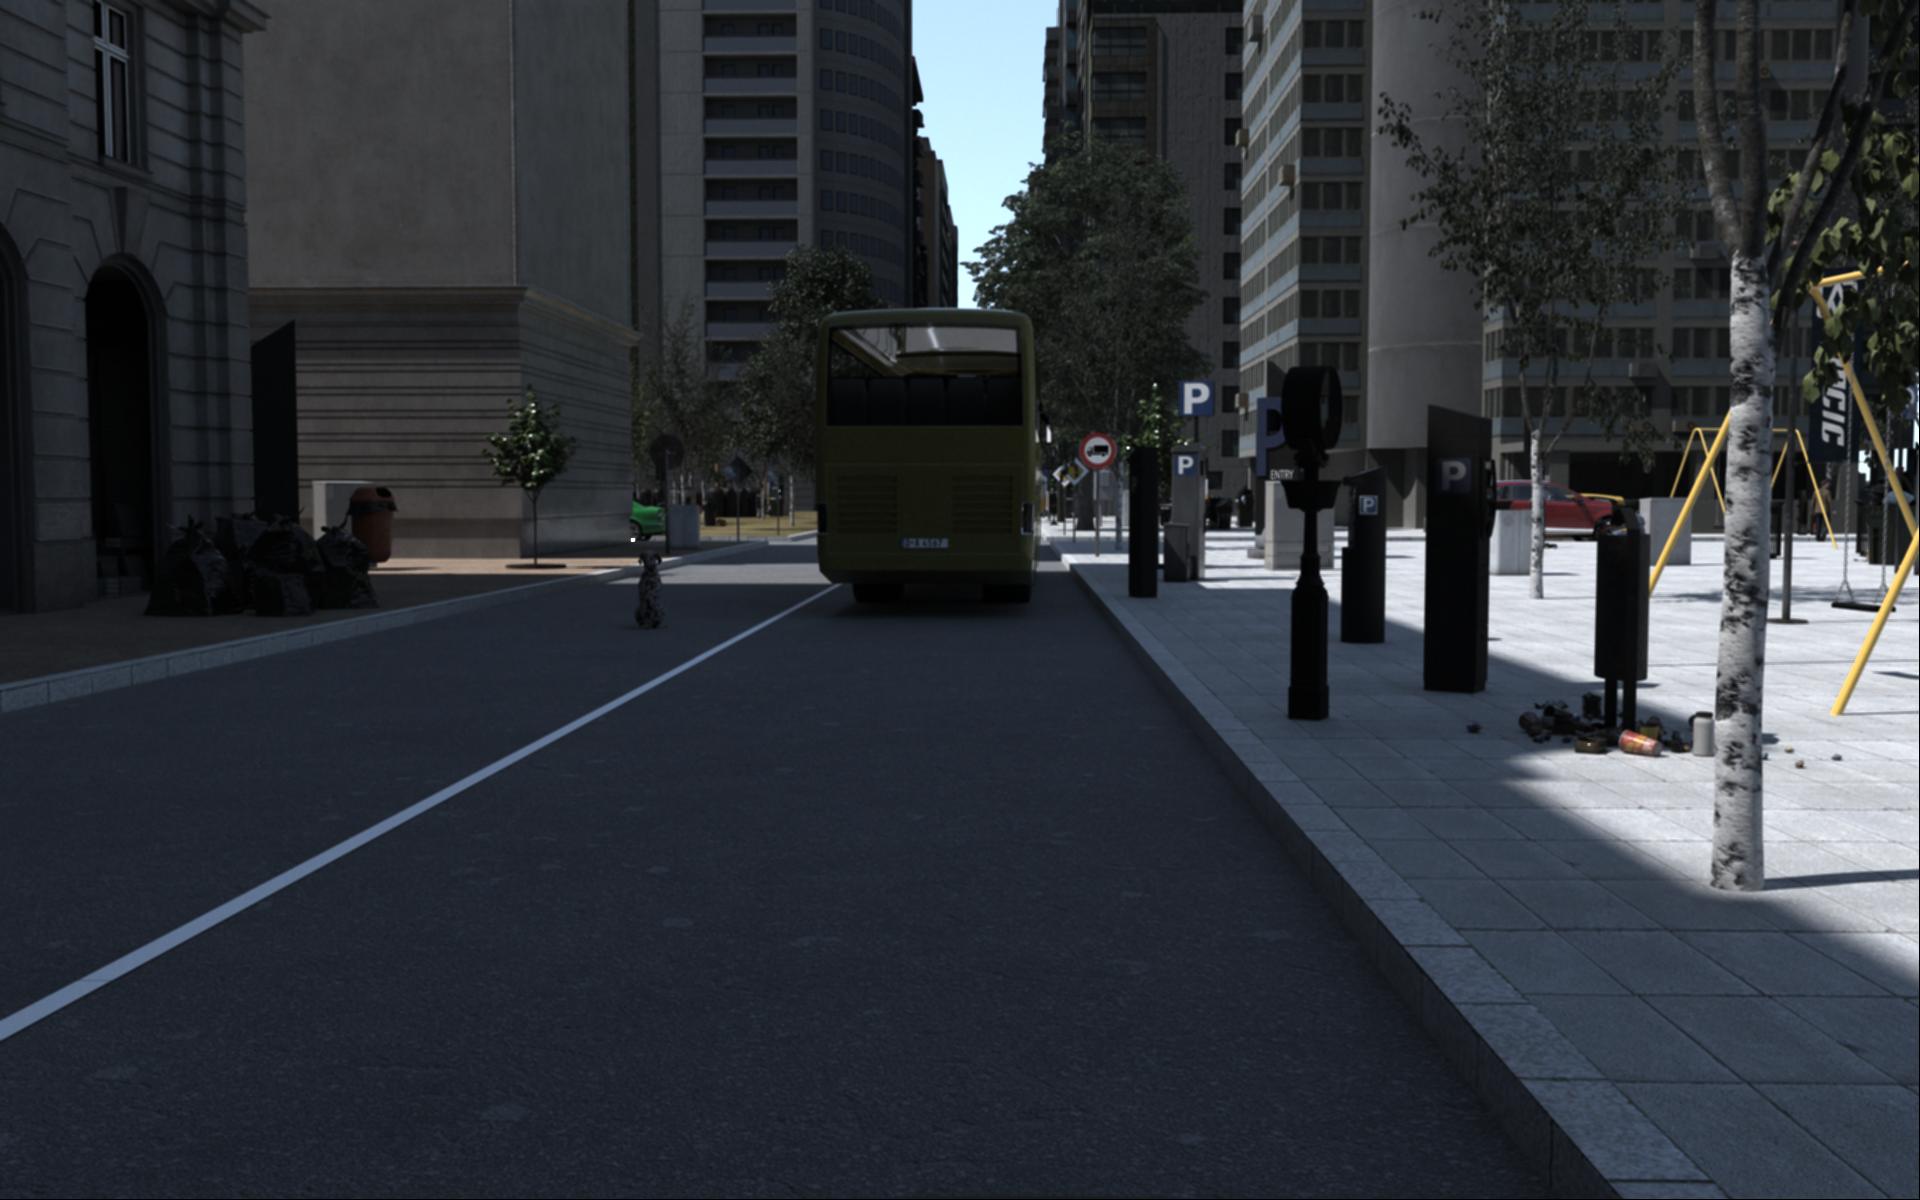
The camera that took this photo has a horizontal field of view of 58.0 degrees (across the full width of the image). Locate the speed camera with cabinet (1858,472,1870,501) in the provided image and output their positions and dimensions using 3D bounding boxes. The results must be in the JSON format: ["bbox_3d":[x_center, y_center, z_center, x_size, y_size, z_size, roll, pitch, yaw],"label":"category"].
[{"bbox_3d":[37.177,-4.696,71.111,0.660,3.252,2.038,0,4,-7],"label":"speed camera with cabinet"}]

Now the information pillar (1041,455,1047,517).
[{"bbox_3d":[4.687,-6.480,97.295,0.504,3.616,0.183,-3,5,-41],"label":"information pillar"}]

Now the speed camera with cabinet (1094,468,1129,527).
[{"bbox_3d":[6.343,-4.524,68.305,2.038,3.252,0.660,0,4,-6],"label":"speed camera with cabinet"}]

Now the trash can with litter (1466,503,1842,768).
[{"bbox_3d":[3.574,0.110,9.256,1.678,1.210,2.233,1,4,11],"label":"trash can with litter"}]

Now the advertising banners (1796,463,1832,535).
[{"bbox_3d":[26.946,-3.567,54.516,2.074,3.025,0.090,-2,4,-35],"label":"advertising banners"}]

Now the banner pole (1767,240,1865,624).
[{"bbox_3d":[8.404,-1.650,16.997,0.863,3.779,0.401,3,5,43],"label":"banner pole"}]

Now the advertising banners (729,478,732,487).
[{"bbox_3d":[-14.974,-7.311,115.729,0.090,3.025,2.074,2,4,24],"label":"advertising banners"}]

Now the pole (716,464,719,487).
[{"bbox_3d":[-16.297,-7.491,116.313,0.158,3.312,0.155,0,3,0],"label":"pole"}]

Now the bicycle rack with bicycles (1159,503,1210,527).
[{"bbox_3d":[8.850,-3.285,67.095,2.925,0.926,2.852,-1,4,-10],"label":"bicycle rack with bicycles"}]

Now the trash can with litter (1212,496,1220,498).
[{"bbox_3d":[10.897,-3.967,75.919,2.233,1.210,1.678,-3,5,-45],"label":"trash can with litter"}]

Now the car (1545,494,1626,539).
[{"bbox_3d":[17.616,-2.454,50.342,3.980,1.641,2.015,0,4,3],"label":"car"}]

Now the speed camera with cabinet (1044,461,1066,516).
[{"bbox_3d":[5.801,-6.593,102.124,2.038,3.252,0.660,-3,4,-38],"label":"speed camera with cabinet"}]

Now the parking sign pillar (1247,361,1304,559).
[{"bbox_3d":[6.483,-2.821,34.595,1.447,3.967,1.447,-2,4,-30],"label":"parking sign pillar"}]

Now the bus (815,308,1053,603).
[{"bbox_3d":[-0.076,-2.092,25.743,2.896,3.916,12.252,0,4,3],"label":"bus"}]

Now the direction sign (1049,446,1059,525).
[{"bbox_3d":[3.899,-4.877,71.729,0.379,3.537,0.876,0,4,0],"label":"direction sign"}]

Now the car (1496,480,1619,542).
[{"bbox_3d":[16.079,-2.413,48.130,5.304,1.827,2.281,0,4,0],"label":"car"}]

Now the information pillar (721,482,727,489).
[{"bbox_3d":[-14.245,-6.122,104.580,0.304,2.012,0.304,-1,4,-22],"label":"information pillar"}]

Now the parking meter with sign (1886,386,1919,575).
[{"bbox_3d":[15.373,-1.885,27.078,0.543,3.016,1.738,-1,4,-18],"label":"parking meter with sign"}]

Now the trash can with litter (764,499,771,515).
[{"bbox_3d":[-12.035,-5.844,106.934,1.055,1.170,0.624,-2,4,-25],"label":"trash can with litter"}]

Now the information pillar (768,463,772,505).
[{"bbox_3d":[-13.457,-8.073,123.344,0.504,3.616,0.183,2,4,24],"label":"information pillar"}]

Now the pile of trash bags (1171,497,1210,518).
[{"bbox_3d":[12.669,-5.089,92.960,3.447,1.369,1.912,0,4,-7],"label":"pile of trash bags"}]

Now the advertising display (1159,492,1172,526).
[{"bbox_3d":[8.267,-3.951,69.820,0.974,1.923,0.123,1,4,22],"label":"advertising display"}]

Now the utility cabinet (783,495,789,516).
[{"bbox_3d":[-10.558,-5.570,102.236,0.306,1.237,1.020,3,5,42],"label":"utility cabinet"}]

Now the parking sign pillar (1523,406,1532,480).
[{"bbox_3d":[17.696,-3.988,53.679,1.447,3.967,1.447,1,4,20],"label":"parking sign pillar"}]

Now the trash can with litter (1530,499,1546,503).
[{"bbox_3d":[13.366,-1.836,41.075,2.233,1.210,1.678,-3,4,-36],"label":"trash can with litter"}]

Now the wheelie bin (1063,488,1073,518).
[{"bbox_3d":[5.501,-5.103,91.344,0.693,1.594,0.980,3,5,44],"label":"wheelie bin"}]

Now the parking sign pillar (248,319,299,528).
[{"bbox_3d":[-10.927,-2.341,26.743,1.447,3.967,1.447,-1,4,-23],"label":"parking sign pillar"}]

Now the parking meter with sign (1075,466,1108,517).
[{"bbox_3d":[7.228,-6.061,95.360,1.738,3.016,0.543,1,4,12],"label":"parking meter with sign"}]

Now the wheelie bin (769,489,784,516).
[{"bbox_3d":[-10.522,-5.595,99.383,0.980,1.594,0.693,2,4,35],"label":"wheelie bin"}]

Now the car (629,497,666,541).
[{"bbox_3d":[-10.817,-2.557,50.611,4.718,1.807,1.959,0,4,1],"label":"car"}]

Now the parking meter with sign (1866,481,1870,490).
[{"bbox_3d":[52.867,-6.390,100.745,1.738,3.016,0.543,2,4,32],"label":"parking meter with sign"}]

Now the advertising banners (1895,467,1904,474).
[{"bbox_3d":[59.917,-7.089,112.097,2.074,3.025,0.090,1,4,19],"label":"advertising banners"}]

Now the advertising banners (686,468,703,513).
[{"bbox_3d":[-17.335,-7.294,115.440,2.074,3.025,0.090,1,4,20],"label":"advertising banners"}]

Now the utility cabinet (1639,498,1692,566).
[{"bbox_3d":[12.683,-1.223,31.159,1.020,1.237,0.306,-2,4,-25],"label":"utility cabinet"}]

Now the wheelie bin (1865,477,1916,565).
[{"bbox_3d":[16.872,-1.435,31.366,0.693,1.594,0.980,-1,4,-15],"label":"wheelie bin"}]

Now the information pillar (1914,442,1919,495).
[{"bbox_3d":[42.744,-5.255,77.274,0.183,3.616,0.504,0,4,-4],"label":"information pillar"}]

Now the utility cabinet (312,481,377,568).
[{"bbox_3d":[-10.387,-1.261,29.292,0.318,1.500,1.173,1,4,23],"label":"utility cabinet"}]

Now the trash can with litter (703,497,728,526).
[{"bbox_3d":[-9.724,-3.521,68.962,1.055,1.170,0.624,2,4,29],"label":"trash can with litter"}]

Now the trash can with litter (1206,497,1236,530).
[{"bbox_3d":[9.360,-3.118,62.363,1.055,1.170,0.624,-2,4,-30],"label":"trash can with litter"}]

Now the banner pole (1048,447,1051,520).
[{"bbox_3d":[4.399,-5.800,84.843,0.401,3.779,0.863,1,4,8],"label":"banner pole"}]

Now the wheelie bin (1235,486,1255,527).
[{"bbox_3d":[11.060,-3.623,67.152,0.693,1.594,0.980,0,4,-2],"label":"wheelie bin"}]

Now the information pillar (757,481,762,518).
[{"bbox_3d":[-10.817,-5.469,93.908,0.304,2.012,0.304,-3,4,-38],"label":"information pillar"}]

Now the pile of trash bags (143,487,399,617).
[{"bbox_3d":[-7.458,-0.605,19.642,1.912,1.369,3.447,1,4,13],"label":"pile of trash bags"}]

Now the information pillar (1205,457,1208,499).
[{"bbox_3d":[13.455,-6.377,95.612,0.504,3.616,0.183,3,4,36],"label":"information pillar"}]

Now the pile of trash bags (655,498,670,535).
[{"bbox_3d":[-10.567,-2.753,54.772,3.447,1.369,1.912,1,4,17],"label":"pile of trash bags"}]

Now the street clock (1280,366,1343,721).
[{"bbox_3d":[1.996,-0.324,9.863,0.358,2.002,0.471,2,4,27],"label":"street clock"}]

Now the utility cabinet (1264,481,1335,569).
[{"bbox_3d":[5.747,-1.259,29.269,1.173,1.500,0.318,-1,4,-20],"label":"utility cabinet"}]

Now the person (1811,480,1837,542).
[{"bbox_3d":[24.350,-2.472,48.827,0.656,1.842,0.836,2,4,26],"label":"person"}]

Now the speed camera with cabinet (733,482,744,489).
[{"bbox_3d":[-13.110,-6.608,102.375,0.660,3.252,2.038,0,4,-8],"label":"speed camera with cabinet"}]

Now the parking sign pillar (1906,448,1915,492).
[{"bbox_3d":[51.702,-6.413,93.322,1.447,3.967,1.447,2,4,31],"label":"parking sign pillar"}]

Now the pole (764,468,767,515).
[{"bbox_3d":[-12.211,-7.009,108.442,0.158,3.312,0.155,0,3,0],"label":"pole"}]

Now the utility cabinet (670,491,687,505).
[{"bbox_3d":[-19.801,-6.920,121.826,1.173,1.500,0.318,-1,4,-9],"label":"utility cabinet"}]

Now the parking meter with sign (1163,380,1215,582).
[{"bbox_3d":[3.402,-1.815,25.934,0.543,3.016,1.738,1,4,17],"label":"parking meter with sign"}]

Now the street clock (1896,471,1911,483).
[{"bbox_3d":[29.890,-3.081,54.937,0.471,2.002,0.358,-2,4,-33],"label":"street clock"}]

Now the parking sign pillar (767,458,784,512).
[{"bbox_3d":[-12.751,-8.046,120.022,1.447,3.967,1.447,-3,4,-38],"label":"parking sign pillar"}]
